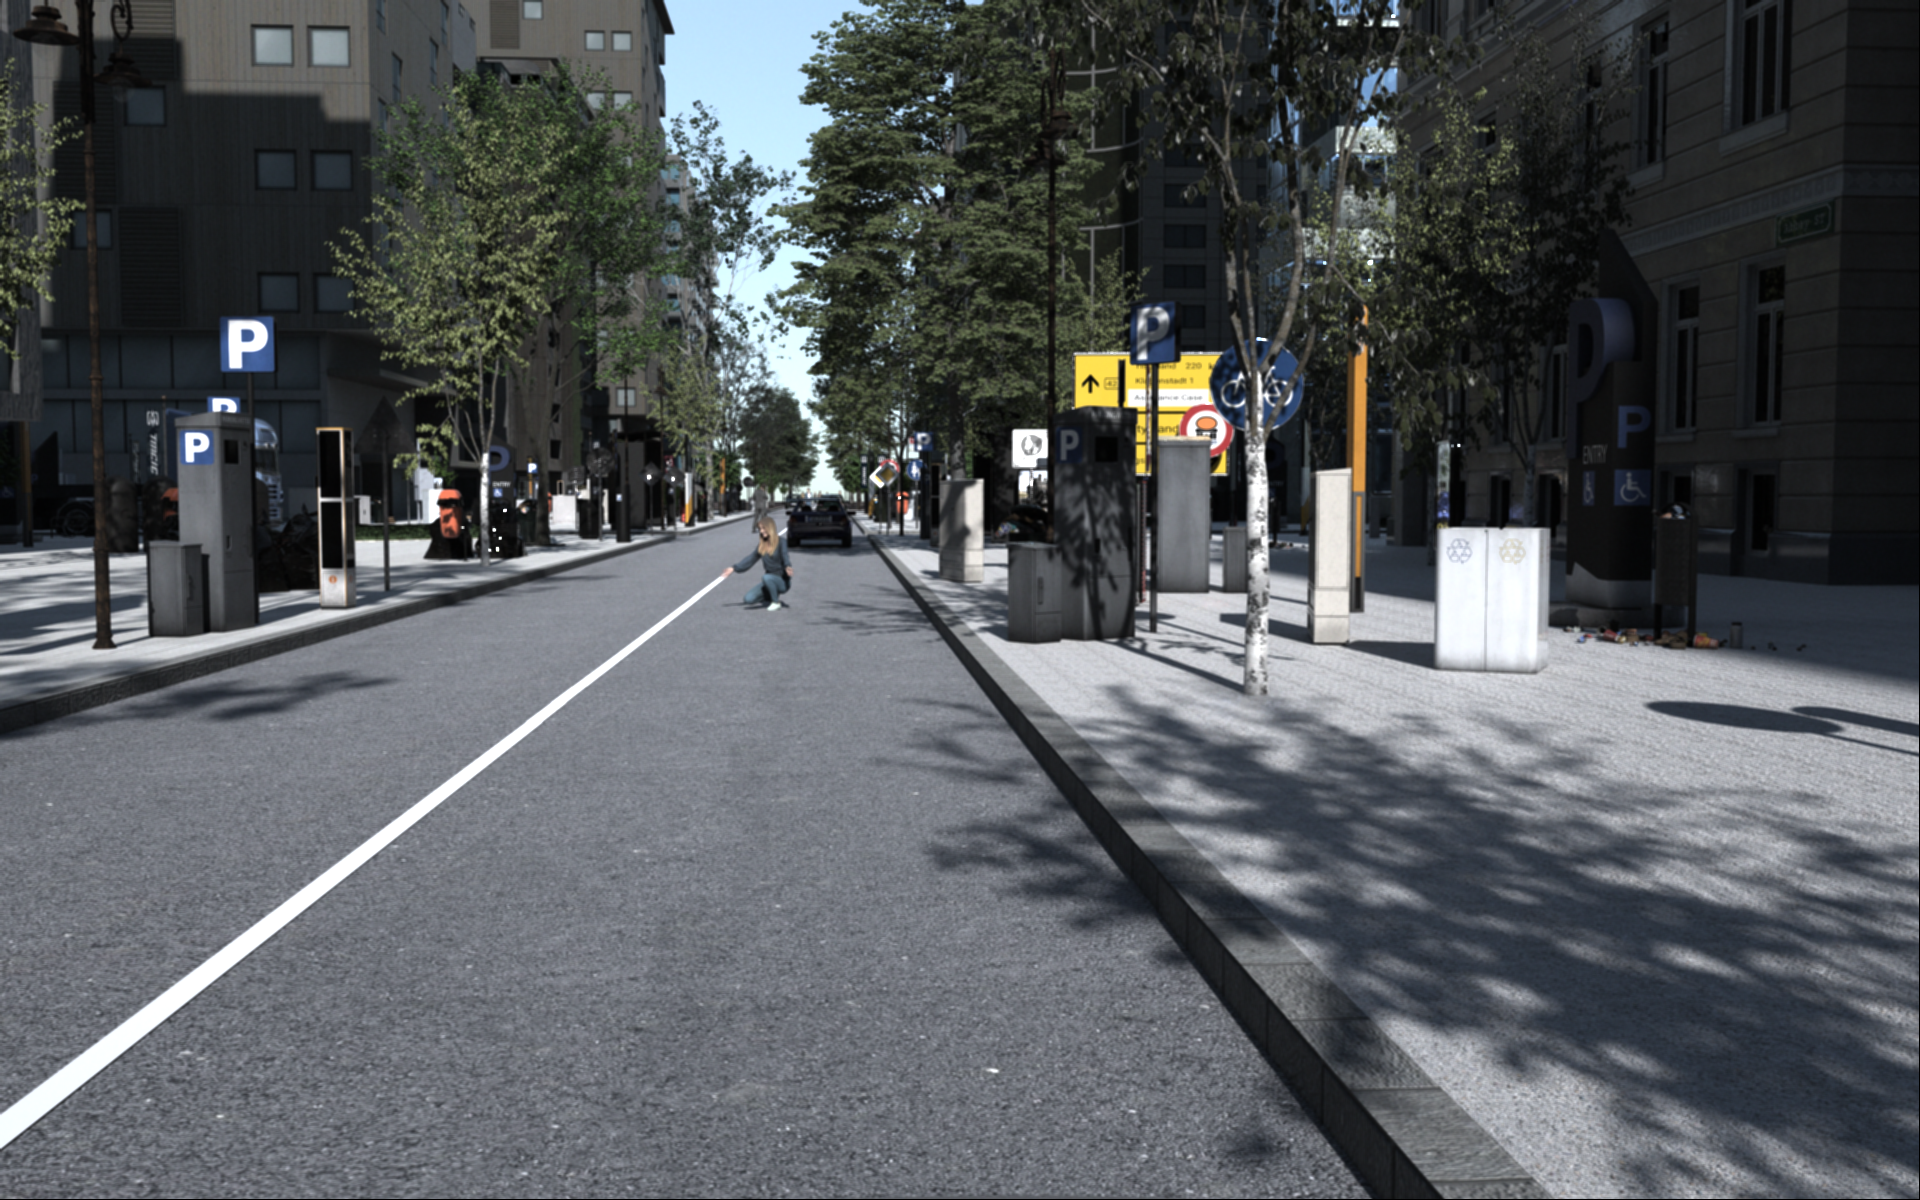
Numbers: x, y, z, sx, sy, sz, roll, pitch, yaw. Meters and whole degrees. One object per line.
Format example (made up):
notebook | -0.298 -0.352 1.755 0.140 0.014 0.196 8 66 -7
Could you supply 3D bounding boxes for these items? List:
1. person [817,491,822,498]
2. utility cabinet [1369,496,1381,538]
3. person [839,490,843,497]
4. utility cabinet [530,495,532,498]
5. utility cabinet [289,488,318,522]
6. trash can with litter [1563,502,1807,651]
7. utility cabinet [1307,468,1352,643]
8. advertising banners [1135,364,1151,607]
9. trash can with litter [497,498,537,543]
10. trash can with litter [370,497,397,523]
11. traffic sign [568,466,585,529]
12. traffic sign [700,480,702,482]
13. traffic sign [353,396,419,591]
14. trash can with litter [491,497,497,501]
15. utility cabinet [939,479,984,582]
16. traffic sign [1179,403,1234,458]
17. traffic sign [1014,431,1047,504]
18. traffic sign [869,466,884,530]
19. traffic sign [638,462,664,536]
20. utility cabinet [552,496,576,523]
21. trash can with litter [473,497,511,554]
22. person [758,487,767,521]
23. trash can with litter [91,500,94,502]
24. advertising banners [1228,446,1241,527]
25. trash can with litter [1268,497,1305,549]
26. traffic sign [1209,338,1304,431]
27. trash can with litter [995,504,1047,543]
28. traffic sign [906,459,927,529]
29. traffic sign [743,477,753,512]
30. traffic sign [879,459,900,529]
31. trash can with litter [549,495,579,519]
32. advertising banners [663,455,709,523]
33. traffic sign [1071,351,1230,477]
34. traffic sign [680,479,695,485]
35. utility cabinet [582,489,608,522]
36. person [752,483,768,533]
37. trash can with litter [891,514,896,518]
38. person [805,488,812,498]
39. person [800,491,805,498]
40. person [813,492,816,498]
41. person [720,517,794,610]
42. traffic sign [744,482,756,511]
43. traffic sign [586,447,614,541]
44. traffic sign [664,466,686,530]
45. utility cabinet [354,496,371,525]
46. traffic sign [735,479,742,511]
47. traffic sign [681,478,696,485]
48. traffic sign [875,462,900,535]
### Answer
person | -15.058 -10.890 187.079 0.617 1.759 0.750 2 4 28
utility cabinet | 12.190 -2.436 50.985 0.306 1.237 1.020 1 4 11
person | -8.955 -7.310 129.028 0.512 1.701 0.522 1 4 18
utility cabinet | -25.434 -5.703 104.399 1.020 1.237 0.306 2 4 24
utility cabinet | -24.769 -3.481 65.594 1.173 1.500 0.318 0 4 1
trash can with litter | 6.119 -0.248 15.116 1.678 1.210 2.233 -1 4 -10
utility cabinet | 3.222 -0.399 15.198 0.318 1.500 1.173 1 4 9
advertising banners | 2.157 -1.486 20.476 0.090 3.025 2.074 1 4 11
trash can with litter | -11.385 -2.057 45.012 1.055 1.170 0.624 3 5 41
trash can with litter | -25.119 -3.918 75.451 0.624 1.170 1.055 3 4 38
traffic sign | -13.886 -3.704 62.697 0.606 2.300 0.079 0 4 -4
traffic sign | -16.813 -6.991 114.407 0.768 2.556 0.104 0 4 2
traffic sign | -7.608 -1.402 22.934 0.884 2.594 0.081 0 4 -1
trash can with litter | -17.900 -3.361 66.335 0.624 1.170 1.055 0 4 2
utility cabinet | 0.003 -1.028 25.488 0.318 1.500 1.173 -1 4 -19
traffic sign | 3.440 -1.478 24.276 0.768 2.556 0.104 0 4 1
traffic sign | 1.137 -1.558 27.604 0.606 2.300 0.079 0 4 0
traffic sign | -2.832 -3.546 61.625 0.795 2.450 0.064 0 4 -4
traffic sign | -9.472 -3.028 53.151 0.795 2.450 0.064 0 4 -4
utility cabinet | -17.306 -3.950 75.746 1.020 1.237 0.306 -1 4 -12
trash can with litter | -10.424 -1.622 37.579 2.233 1.210 1.678 -2 4 -30
person | -8.809 -4.184 77.006 0.767 1.812 0.694 -1 4 -13
trash can with litter | -34.120 -3.460 67.966 0.624 1.170 1.055 3 5 42
advertising banners | 9.951 -4.065 62.643 0.090 3.025 2.074 1 4 20
trash can with litter | 7.464 -1.876 41.727 1.678 1.210 2.233 1 4 13
traffic sign | 2.432 -0.867 14.287 0.768 2.556 0.104 0 4 2
trash can with litter | 0.910 -0.528 20.022 0.624 1.170 1.055 2 4 30
traffic sign | -1.586 -3.895 63.793 0.768 2.556 0.104 0 4 1
traffic sign | -15.521 -7.746 126.745 0.768 2.556 0.104 0 4 5
traffic sign | -2.579 -3.853 63.104 0.768 2.556 0.104 0 4 -1
trash can with litter | -20.934 -4.817 89.807 2.233 1.210 1.678 -2 4 -33
advertising banners | -12.353 -5.010 78.103 2.074 3.025 0.090 -1 4 -19
traffic sign | 2.727 -1.893 24.830 2.265 3.308 0.079 0 4 2
traffic sign | -15.206 -5.900 96.463 0.884 2.594 0.081 0 4 -1
utility cabinet | -16.780 -4.349 79.785 1.173 1.500 0.318 0 3 0
person | -7.375 -3.398 63.859 0.655 1.846 0.447 1 4 14
trash can with litter | -3.608 -4.993 93.022 0.624 1.170 1.055 -2 4 -29
person | -9.833 -6.354 112.411 0.581 1.822 0.654 0 4 -3
person | -20.629 -13.393 227.562 1.348 1.812 0.705 1 4 12
person | -22.628 -15.942 269.705 0.434 1.755 0.990 0 4 -3
person | -2.347 -0.452 21.389 1.012 1.151 0.738 3 4 39
traffic sign | -15.709 -7.932 129.696 0.884 2.594 0.081 0 4 2
traffic sign | -9.802 -2.879 47.184 0.768 2.556 0.104 0 4 2
traffic sign | -10.058 -3.515 61.115 0.795 2.450 0.064 0 4 -4
utility cabinet | -24.250 -3.588 69.828 0.306 1.237 1.020 2 4 29
traffic sign | -16.916 -8.023 131.287 0.768 2.556 0.104 0 4 -2
traffic sign | -15.947 -6.229 101.840 0.884 2.594 0.081 0 4 2
traffic sign | -2.246 -3.059 53.661 0.795 2.450 0.064 0 4 -4
